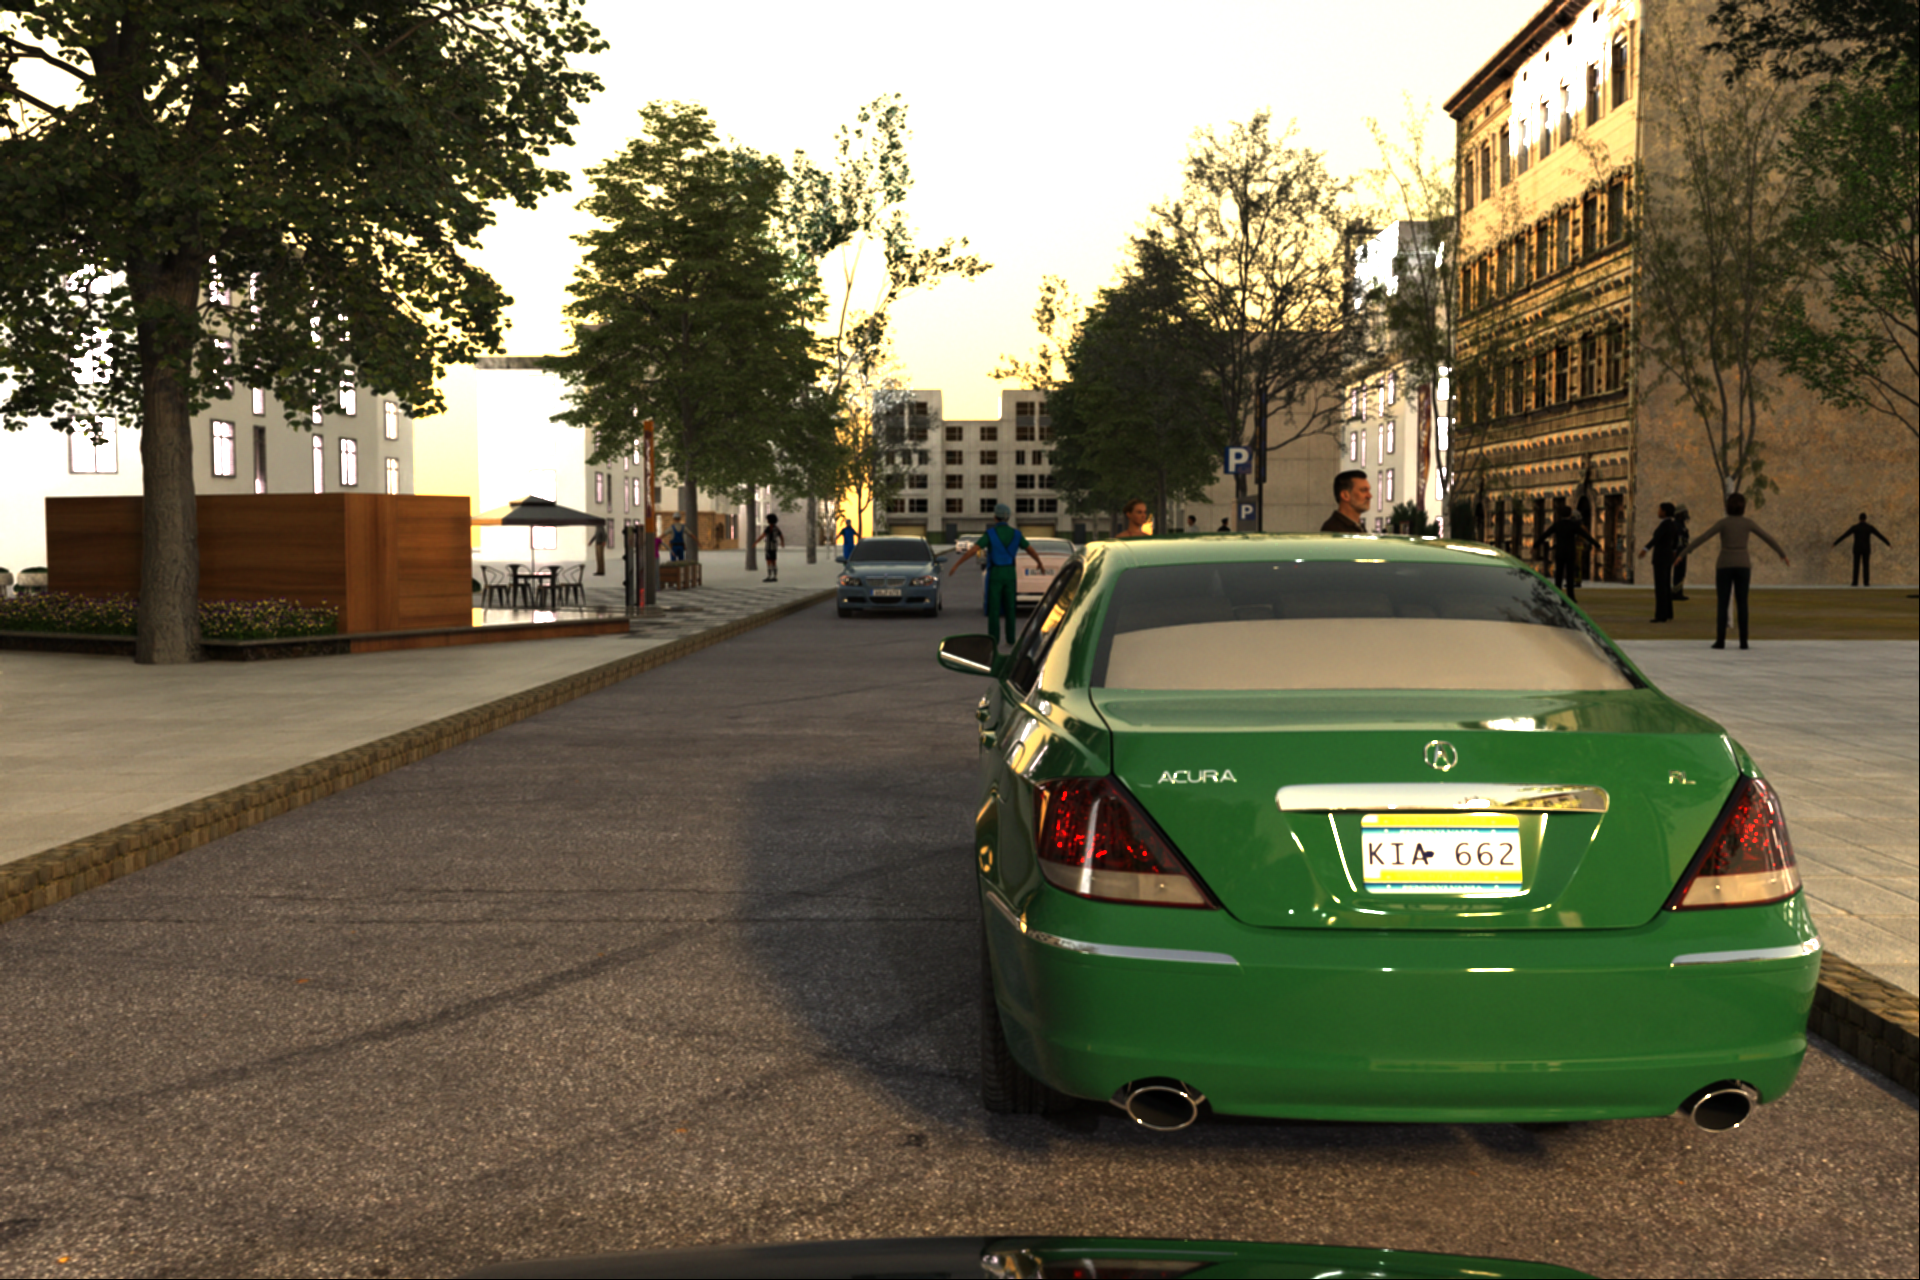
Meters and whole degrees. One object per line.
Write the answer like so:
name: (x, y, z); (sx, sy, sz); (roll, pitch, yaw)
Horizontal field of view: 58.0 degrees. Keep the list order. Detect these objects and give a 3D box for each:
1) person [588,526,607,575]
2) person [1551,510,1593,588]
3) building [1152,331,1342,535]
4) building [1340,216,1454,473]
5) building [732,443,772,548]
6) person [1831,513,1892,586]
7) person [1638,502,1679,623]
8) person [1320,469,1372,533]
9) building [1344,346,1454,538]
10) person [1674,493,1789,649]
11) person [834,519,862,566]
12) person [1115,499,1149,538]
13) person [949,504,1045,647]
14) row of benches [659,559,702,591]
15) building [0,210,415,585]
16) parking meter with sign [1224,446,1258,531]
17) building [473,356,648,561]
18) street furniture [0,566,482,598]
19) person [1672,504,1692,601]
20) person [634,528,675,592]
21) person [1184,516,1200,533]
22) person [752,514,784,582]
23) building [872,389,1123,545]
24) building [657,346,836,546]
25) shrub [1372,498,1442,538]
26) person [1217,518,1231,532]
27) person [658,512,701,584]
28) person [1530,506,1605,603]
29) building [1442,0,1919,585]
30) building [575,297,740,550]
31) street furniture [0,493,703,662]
person: (-11.223, -2.910, 53.844); (0.705, 1.796, 1.348); (-2, 4, -32)
person: (14.753, -2.193, 41.622); (0.705, 1.858, 1.354); (-1, 4, -22)
building: (27.525, -17.944, 159.842); (16.747, 18.905, 31.486); (0, 4, 1)
building: (28.449, -15.187, 104.722); (16.016, 20.090, 11.380); (0, 4, 2)
building: (-22.709, -13.805, 167.857); (9.099, 9.664, 28.070); (0, 4, 1)
person: (22.222, -2.230, 42.683); (1.346, 1.802, 0.704); (2, 4, 23)
person: (10.164, -1.130, 25.203); (0.721, 1.740, 1.216); (3, 5, 43)
person: (2.343, -0.104, 10.302); (0.704, 1.812, 1.346); (3, 4, 36)
building: (24.300, -8.270, 77.357); (9.099, 9.664, 28.070); (0, 4, 2)
person: (8.645, -0.773, 19.398); (1.215, 1.744, 0.721); (1, 4, 11)
person: (-3.840, -3.298, 60.054); (1.347, 1.817, 0.704); (-3, 4, -37)
person: (1.564, -0.344, 14.879); (1.217, 1.733, 0.721); (-2, 4, -34)
person: (0.512, -0.825, 22.068); (1.347, 1.817, 0.704); (-2, 4, -25)
row of benches: (-6.680, -1.571, 41.151); (1.422, 0.672, 4.104); (0, 4, -1)
building: (-23.622, -7.047, 57.374); (9.099, 9.664, 28.070); (0, 4, 2)
parking meter with sign: (5.501, -2.287, 33.651); (0.543, 3.016, 1.738); (0, 4, 1)
building: (-21.803, -9.406, 95.934); (9.099, 9.664, 28.070); (0, 4, 1)
street furniture: (-15.505, -1.260, 36.234); (10.072, 0.657, 5.734); (1, 4, 9)
person: (13.959, -1.696, 33.514); (0.705, 1.856, 1.354); (2, 4, 29)
person: (-6.752, -1.764, 38.104); (0.991, 1.433, 0.599); (0, 4, -2)
person: (6.543, -2.629, 49.170); (0.705, 1.806, 1.347); (-2, 4, -27)
person: (-5.105, -2.478, 46.657); (0.704, 1.843, 1.345); (2, 4, 31)
building: (5.111, -21.347, 217.940); (31.486, 18.905, 16.747); (0, 4, 0)
building: (-24.005, -22.151, 193.104); (19.493, 23.208, 18.063); (0, 4, 1)
shrub: (9.768, -2.067, 37.840); (1.661, 2.075, 1.752); (0, 3, 0)
person: (8.996, -3.229, 58.734); (0.705, 1.837, 1.347); (-3, 4, -38)
person: (-7.258, -2.358, 44.416); (1.347, 1.847, 0.705); (-2, 4, -25)
person: (11.257, -1.590, 32.182); (1.347, 1.806, 0.705); (2, 4, 32)
building: (26.492, -13.522, 52.018); (19.493, 23.208, 18.063); (0, 4, 2)
building: (-24.726, -17.309, 139.429); (16.016, 20.090, 11.380); (0, 4, 2)
street furniture: (-9.499, -0.902, 21.606); (9.812, 1.723, 11.010); (2, 4, 28)
